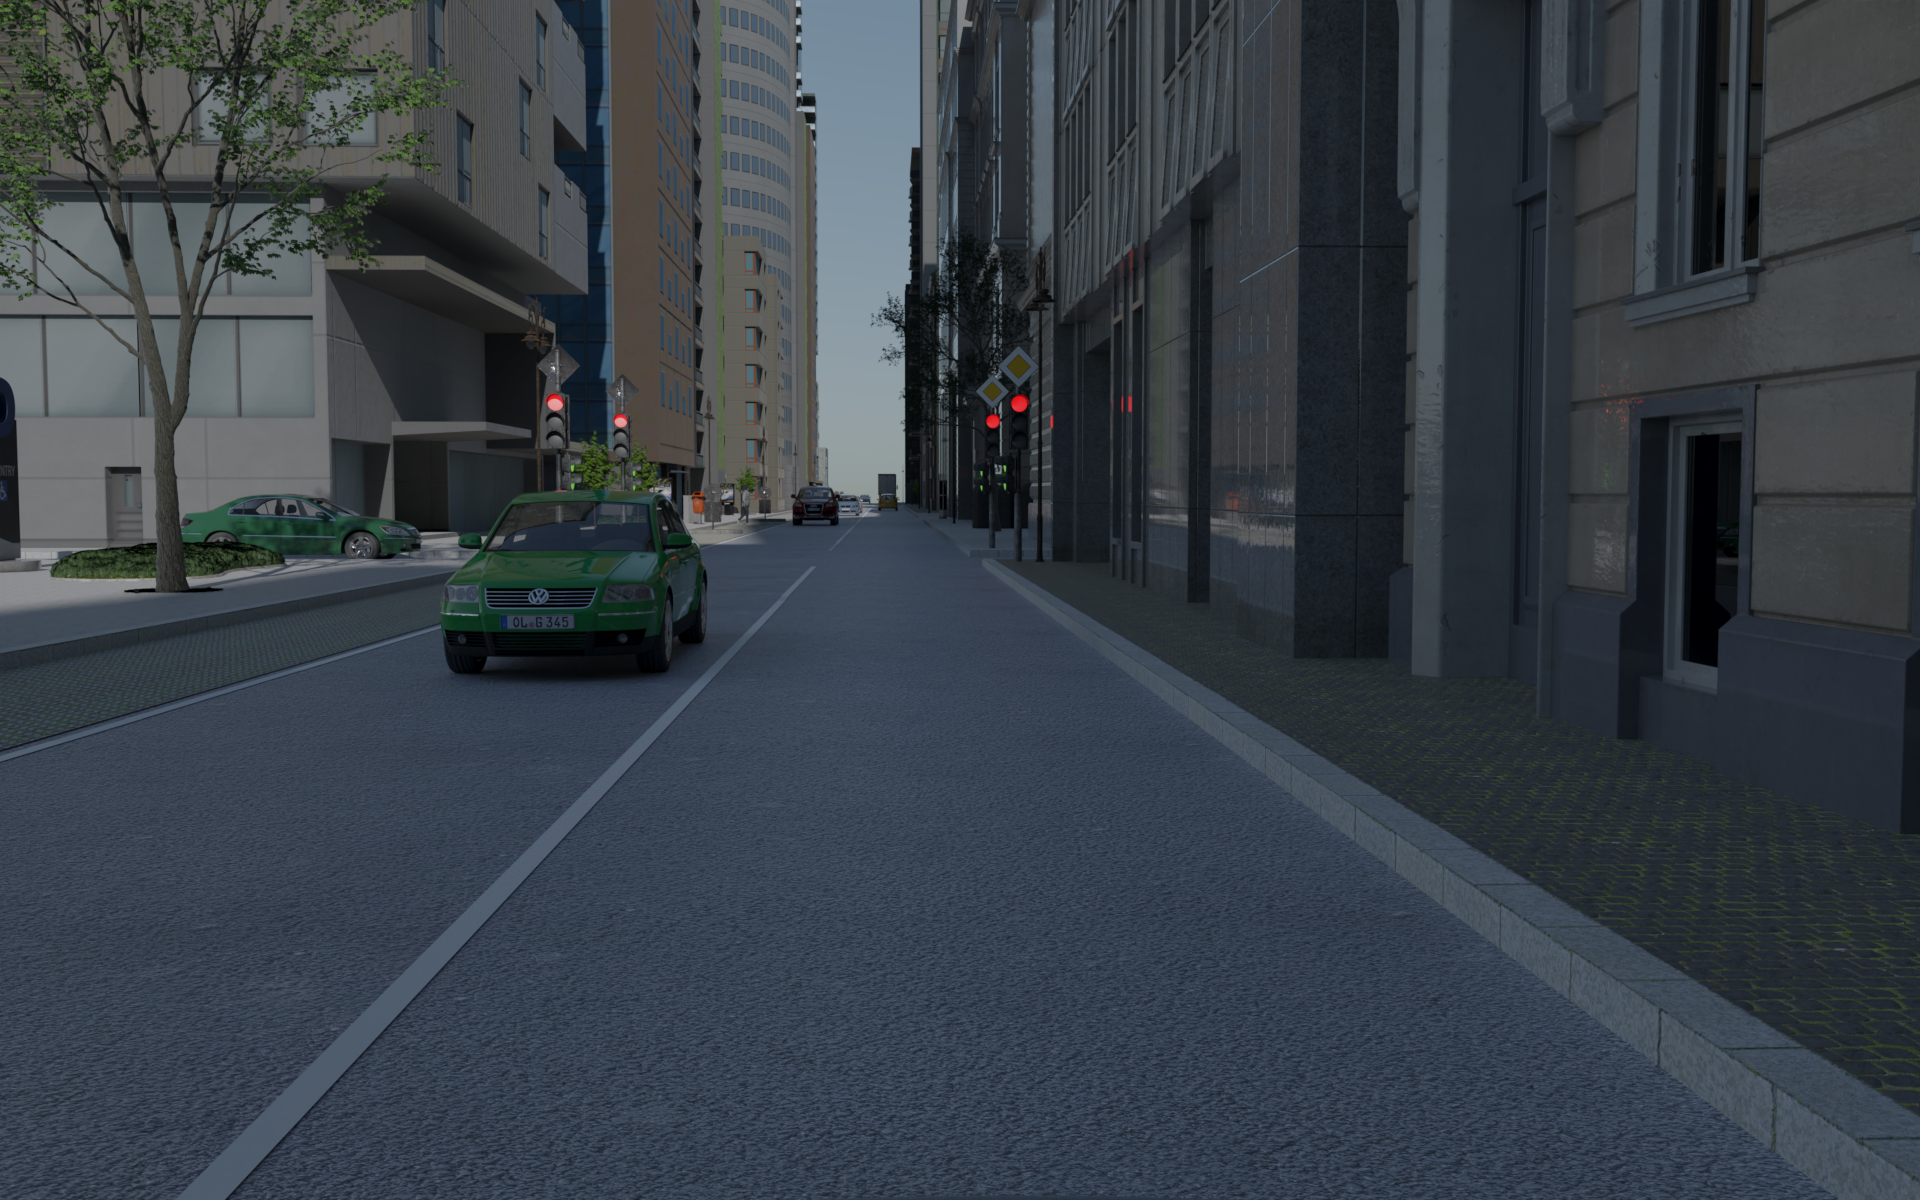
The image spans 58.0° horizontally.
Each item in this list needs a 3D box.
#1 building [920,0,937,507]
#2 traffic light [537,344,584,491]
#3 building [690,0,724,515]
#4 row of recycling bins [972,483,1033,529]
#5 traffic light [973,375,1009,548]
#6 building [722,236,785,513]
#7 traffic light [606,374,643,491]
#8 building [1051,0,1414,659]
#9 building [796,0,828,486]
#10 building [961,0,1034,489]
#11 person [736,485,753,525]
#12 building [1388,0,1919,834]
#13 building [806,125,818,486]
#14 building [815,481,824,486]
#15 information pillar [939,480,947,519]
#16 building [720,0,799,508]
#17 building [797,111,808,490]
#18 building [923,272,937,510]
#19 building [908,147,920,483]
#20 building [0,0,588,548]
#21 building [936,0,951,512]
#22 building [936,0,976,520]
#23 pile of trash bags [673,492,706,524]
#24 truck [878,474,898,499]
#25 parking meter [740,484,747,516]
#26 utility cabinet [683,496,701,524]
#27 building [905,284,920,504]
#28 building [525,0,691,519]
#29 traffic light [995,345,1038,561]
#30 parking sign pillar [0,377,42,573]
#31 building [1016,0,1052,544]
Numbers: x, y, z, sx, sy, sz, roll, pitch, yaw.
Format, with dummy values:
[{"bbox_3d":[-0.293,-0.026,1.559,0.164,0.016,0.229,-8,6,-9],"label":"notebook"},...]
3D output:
[{"bbox_3d":[6.396,-38.870,177.522,21.231,58.520,28.212,0,4,-2],"label":"building"},{"bbox_3d":[-7.514,-2.667,32.522,0.839,4.253,0.868,0,4,-2],"label":"traffic light"},{"bbox_3d":[-21.780,-25.661,103.146,14.154,41.232,14.086,0,4,-2],"label":"building"},{"bbox_3d":[2.186,-3.510,64.497,3.534,1.692,1.069,1,4,10],"label":"row of recycling bins"},{"bbox_3d":[0.743,-3.178,40.887,0.839,4.253,0.868,0,4,-2],"label":"traffic light"},{"bbox_3d":[-27.943,-17.432,130.047,27.650,21.520,28.899,0,4,-2],"label":"building"},{"bbox_3d":[-7.860,-3.155,40.500,0.839,4.253,0.868,0,4,-2],"label":"traffic light"},{"bbox_3d":[8.170,-12.532,22.913,12.078,24.808,19.932,0,4,-2],"label":"building"},{"bbox_3d":[-30.322,-57.398,251.132,22.319,86.520,31.000,0,4,-2],"label":"building"},{"bbox_3d":[7.297,-17.702,75.338,13.634,28.700,20.117,0,4,-2],"label":"building"},{"bbox_3d":[-10.093,-4.442,80.977,0.795,1.843,0.661,0,4,1],"label":"person"},{"bbox_3d":[9.886,-13.269,2.861,13.634,28.700,20.117,0,4,-2],"label":"building"},{"bbox_3d":[-24.283,-33.965,205.432,14.600,45.320,14.200,0,4,-2],"label":"building"},{"bbox_3d":[-34.076,-32.560,224.244,32.217,40.220,23.993,0,4,-2],"label":"building"},{"bbox_3d":[-0.883,-5.236,90.100,0.304,2.012,0.304,3,5,41],"label":"information pillar"},{"bbox_3d":[-26.030,-37.647,157.529,21.231,58.520,28.212,0,4,-2],"label":"building"},{"bbox_3d":[-23.178,-30.319,179.309,14.154,41.232,14.086,0,4,-2],"label":"building"},{"bbox_3d":[10.953,-18.643,149.859,27.650,21.520,28.899,0,4,-2],"label":"building"},{"bbox_3d":[4.740,-34.332,215.952,22.147,44.769,28.867,0,4,-2],"label":"building"},{"bbox_3d":[-26.660,-28.281,51.642,28.713,52.752,27.495,0,4,-2],"label":"building"},{"bbox_3d":[5.248,-27.106,126.773,14.154,41.232,14.086,0,4,-2],"label":"building"},{"bbox_3d":[4.622,-19.751,100.424,11.434,29.767,29.804,0,4,-2],"label":"building"},{"bbox_3d":[-12.412,-3.906,73.617,3.447,1.369,1.912,1,4,13],"label":"pile of trash bags"},{"bbox_3d":[-10.210,-15.600,243.972,2.839,4.237,11.283,0,4,-1],"label":"truck"},{"bbox_3d":[-12.775,-5.911,102.353,0.255,1.863,0.399,-3,4,-38],"label":"parking meter"},{"bbox_3d":[-11.692,-3.952,75.775,0.306,1.237,1.020,2,4,25],"label":"utility cabinet"},{"bbox_3d":[-0.597,-28.522,238.036,14.160,30.474,14.107,0,4,-2],"label":"building"},{"bbox_3d":[-20.315,-26.352,80.963,14.600,45.320,14.200,0,4,-2],"label":"building"},{"bbox_3d":[1.088,-2.690,32.909,0.839,4.253,0.868,0,4,-2],"label":"traffic light"},{"bbox_3d":[-16.066,-2.456,28.634,1.447,3.967,1.447,0,4,-7],"label":"parking sign pillar"},{"bbox_3d":[11.446,-13.276,45.944,19.941,23.489,11.050,0,4,-2],"label":"building"}]
